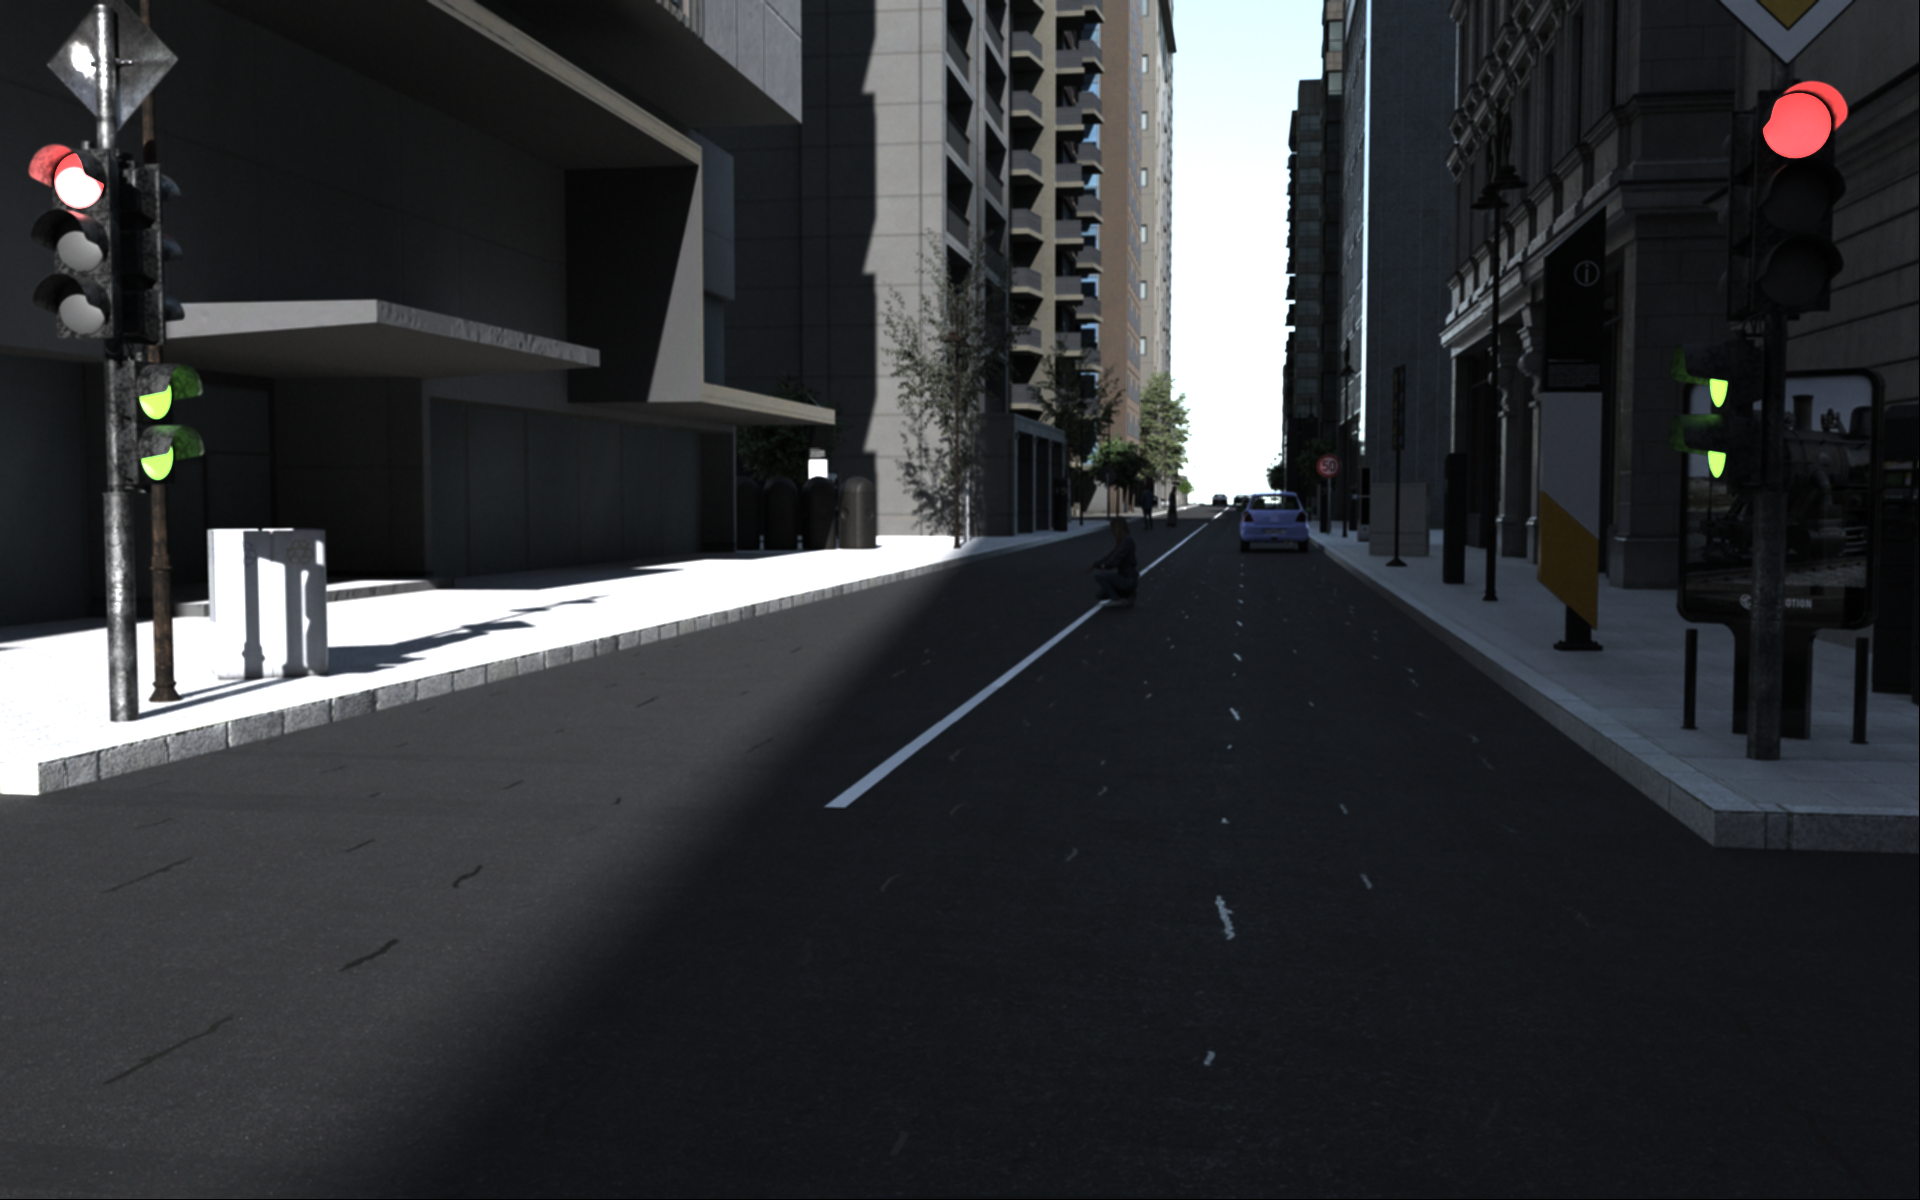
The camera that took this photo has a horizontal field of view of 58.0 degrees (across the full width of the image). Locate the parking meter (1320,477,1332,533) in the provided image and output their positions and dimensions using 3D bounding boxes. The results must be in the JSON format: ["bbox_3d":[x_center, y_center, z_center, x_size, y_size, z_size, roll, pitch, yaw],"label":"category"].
[{"bbox_3d":[12.183,-3.180,57.706,0.255,1.863,0.399,2,4,35],"label":"parking meter"}]

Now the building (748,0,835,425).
[{"bbox_3d":[0.648,-33.817,142.149,28.713,52.752,27.495,1,4,9],"label":"building"}]

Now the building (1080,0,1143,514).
[{"bbox_3d":[5.228,-28.747,120.123,14.600,45.320,14.200,1,4,9],"label":"building"}]

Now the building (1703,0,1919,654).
[{"bbox_3d":[16.339,-9.026,12.199,19.286,19.102,10.561,1,4,9],"label":"building"}]

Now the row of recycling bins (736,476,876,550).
[{"bbox_3d":[-3.687,-2.017,40.089,3.534,1.692,1.069,-1,4,-14],"label":"row of recycling bins"}]

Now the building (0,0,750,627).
[{"bbox_3d":[-18.110,-26.654,25.027,28.713,52.752,27.495,1,4,9],"label":"building"}]

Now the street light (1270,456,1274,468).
[{"bbox_3d":[32.396,-12.556,178.080,0.468,5.910,1.993,1,4,9],"label":"street light"}]

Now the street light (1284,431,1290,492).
[{"bbox_3d":[24.051,-9.460,127.463,0.468,5.910,1.993,1,4,9],"label":"street light"}]

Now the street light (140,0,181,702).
[{"bbox_3d":[-4.939,-2.312,10.581,0.468,5.910,1.993,1,4,9],"label":"street light"}]

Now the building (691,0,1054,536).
[{"bbox_3d":[-6.752,-38.152,62.037,20.563,71.187,20.611,1,4,9],"label":"building"}]

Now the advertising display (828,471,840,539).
[{"bbox_3d":[-3.902,-2.713,49.574,0.974,1.923,0.123,1,4,16],"label":"advertising display"}]

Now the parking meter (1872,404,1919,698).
[{"bbox_3d":[6.086,-0.335,11.182,0.255,1.863,0.399,3,4,38],"label":"parking meter"}]

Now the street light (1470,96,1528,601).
[{"bbox_3d":[6.384,-2.929,20.671,0.468,5.910,1.993,1,4,9],"label":"street light"}]

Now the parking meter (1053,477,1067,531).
[{"bbox_3d":[3.489,-3.354,60.542,0.399,1.863,0.255,2,4,25],"label":"parking meter"}]

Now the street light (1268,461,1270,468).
[{"bbox_3d":[37.431,-14.408,208.362,0.468,5.910,1.993,1,4,9],"label":"street light"}]

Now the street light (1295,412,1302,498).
[{"bbox_3d":[19.038,-7.614,97.275,0.468,5.910,1.993,1,4,9],"label":"street light"}]

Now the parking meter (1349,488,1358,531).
[{"bbox_3d":[13.825,-3.198,60.693,0.372,1.533,0.369,0,3,0],"label":"parking meter"}]

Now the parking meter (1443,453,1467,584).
[{"bbox_3d":[7.104,-1.172,24.877,0.255,1.863,0.399,0,4,6],"label":"parking meter"}]

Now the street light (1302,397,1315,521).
[{"bbox_3d":[16.458,-6.643,81.393,0.468,5.910,1.993,1,4,9],"label":"street light"}]

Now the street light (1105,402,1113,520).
[{"bbox_3d":[7.352,-6.896,85.543,0.468,5.910,1.993,1,4,9],"label":"street light"}]

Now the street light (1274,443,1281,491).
[{"bbox_3d":[29.047,-11.300,157.547,0.468,5.910,1.993,1,4,9],"label":"street light"}]

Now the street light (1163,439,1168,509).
[{"bbox_3d":[17.279,-10.581,145.788,0.468,5.910,1.993,1,4,9],"label":"street light"}]

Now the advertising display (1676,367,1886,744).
[{"bbox_3d":[4.308,-0.240,9.143,0.974,1.923,0.123,3,5,41],"label":"advertising display"}]

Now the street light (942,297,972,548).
[{"bbox_3d":[-0.069,-4.162,40.838,0.468,5.910,1.993,1,4,9],"label":"street light"}]

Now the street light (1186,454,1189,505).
[{"bbox_3d":[26.014,-13.782,198.122,0.468,5.910,1.993,1,4,9],"label":"street light"}]

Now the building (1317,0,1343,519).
[{"bbox_3d":[26.561,-19.693,93.680,14.160,30.474,14.107,1,4,9],"label":"building"}]

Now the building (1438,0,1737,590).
[{"bbox_3d":[16.541,-11.660,41.549,10.553,20.767,40.483,1,4,9],"label":"building"}]

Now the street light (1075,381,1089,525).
[{"bbox_3d":[4.981,-6.002,70.913,0.468,5.910,1.993,1,4,9],"label":"street light"}]

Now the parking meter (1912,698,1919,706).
[{"bbox_3d":[5.959,-0.289,10.439,0.399,1.863,0.255,1,4,17],"label":"parking meter"}]

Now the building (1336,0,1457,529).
[{"bbox_3d":[22.300,-15.498,71.417,12.078,24.808,19.932,1,4,9],"label":"building"}]

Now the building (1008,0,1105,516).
[{"bbox_3d":[-3.369,-27.226,99.770,22.147,44.769,28.867,1,4,9],"label":"building"}]

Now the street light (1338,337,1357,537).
[{"bbox_3d":[11.439,-4.803,51.312,0.468,5.910,1.993,1,4,9],"label":"street light"}]

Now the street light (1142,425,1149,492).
[{"bbox_3d":[12.372,-8.739,115.672,0.468,5.910,1.993,1,4,9],"label":"street light"}]

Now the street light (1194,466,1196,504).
[{"bbox_3d":[30.982,-15.643,228.553,0.468,5.910,1.993,1,4,9],"label":"street light"}]
